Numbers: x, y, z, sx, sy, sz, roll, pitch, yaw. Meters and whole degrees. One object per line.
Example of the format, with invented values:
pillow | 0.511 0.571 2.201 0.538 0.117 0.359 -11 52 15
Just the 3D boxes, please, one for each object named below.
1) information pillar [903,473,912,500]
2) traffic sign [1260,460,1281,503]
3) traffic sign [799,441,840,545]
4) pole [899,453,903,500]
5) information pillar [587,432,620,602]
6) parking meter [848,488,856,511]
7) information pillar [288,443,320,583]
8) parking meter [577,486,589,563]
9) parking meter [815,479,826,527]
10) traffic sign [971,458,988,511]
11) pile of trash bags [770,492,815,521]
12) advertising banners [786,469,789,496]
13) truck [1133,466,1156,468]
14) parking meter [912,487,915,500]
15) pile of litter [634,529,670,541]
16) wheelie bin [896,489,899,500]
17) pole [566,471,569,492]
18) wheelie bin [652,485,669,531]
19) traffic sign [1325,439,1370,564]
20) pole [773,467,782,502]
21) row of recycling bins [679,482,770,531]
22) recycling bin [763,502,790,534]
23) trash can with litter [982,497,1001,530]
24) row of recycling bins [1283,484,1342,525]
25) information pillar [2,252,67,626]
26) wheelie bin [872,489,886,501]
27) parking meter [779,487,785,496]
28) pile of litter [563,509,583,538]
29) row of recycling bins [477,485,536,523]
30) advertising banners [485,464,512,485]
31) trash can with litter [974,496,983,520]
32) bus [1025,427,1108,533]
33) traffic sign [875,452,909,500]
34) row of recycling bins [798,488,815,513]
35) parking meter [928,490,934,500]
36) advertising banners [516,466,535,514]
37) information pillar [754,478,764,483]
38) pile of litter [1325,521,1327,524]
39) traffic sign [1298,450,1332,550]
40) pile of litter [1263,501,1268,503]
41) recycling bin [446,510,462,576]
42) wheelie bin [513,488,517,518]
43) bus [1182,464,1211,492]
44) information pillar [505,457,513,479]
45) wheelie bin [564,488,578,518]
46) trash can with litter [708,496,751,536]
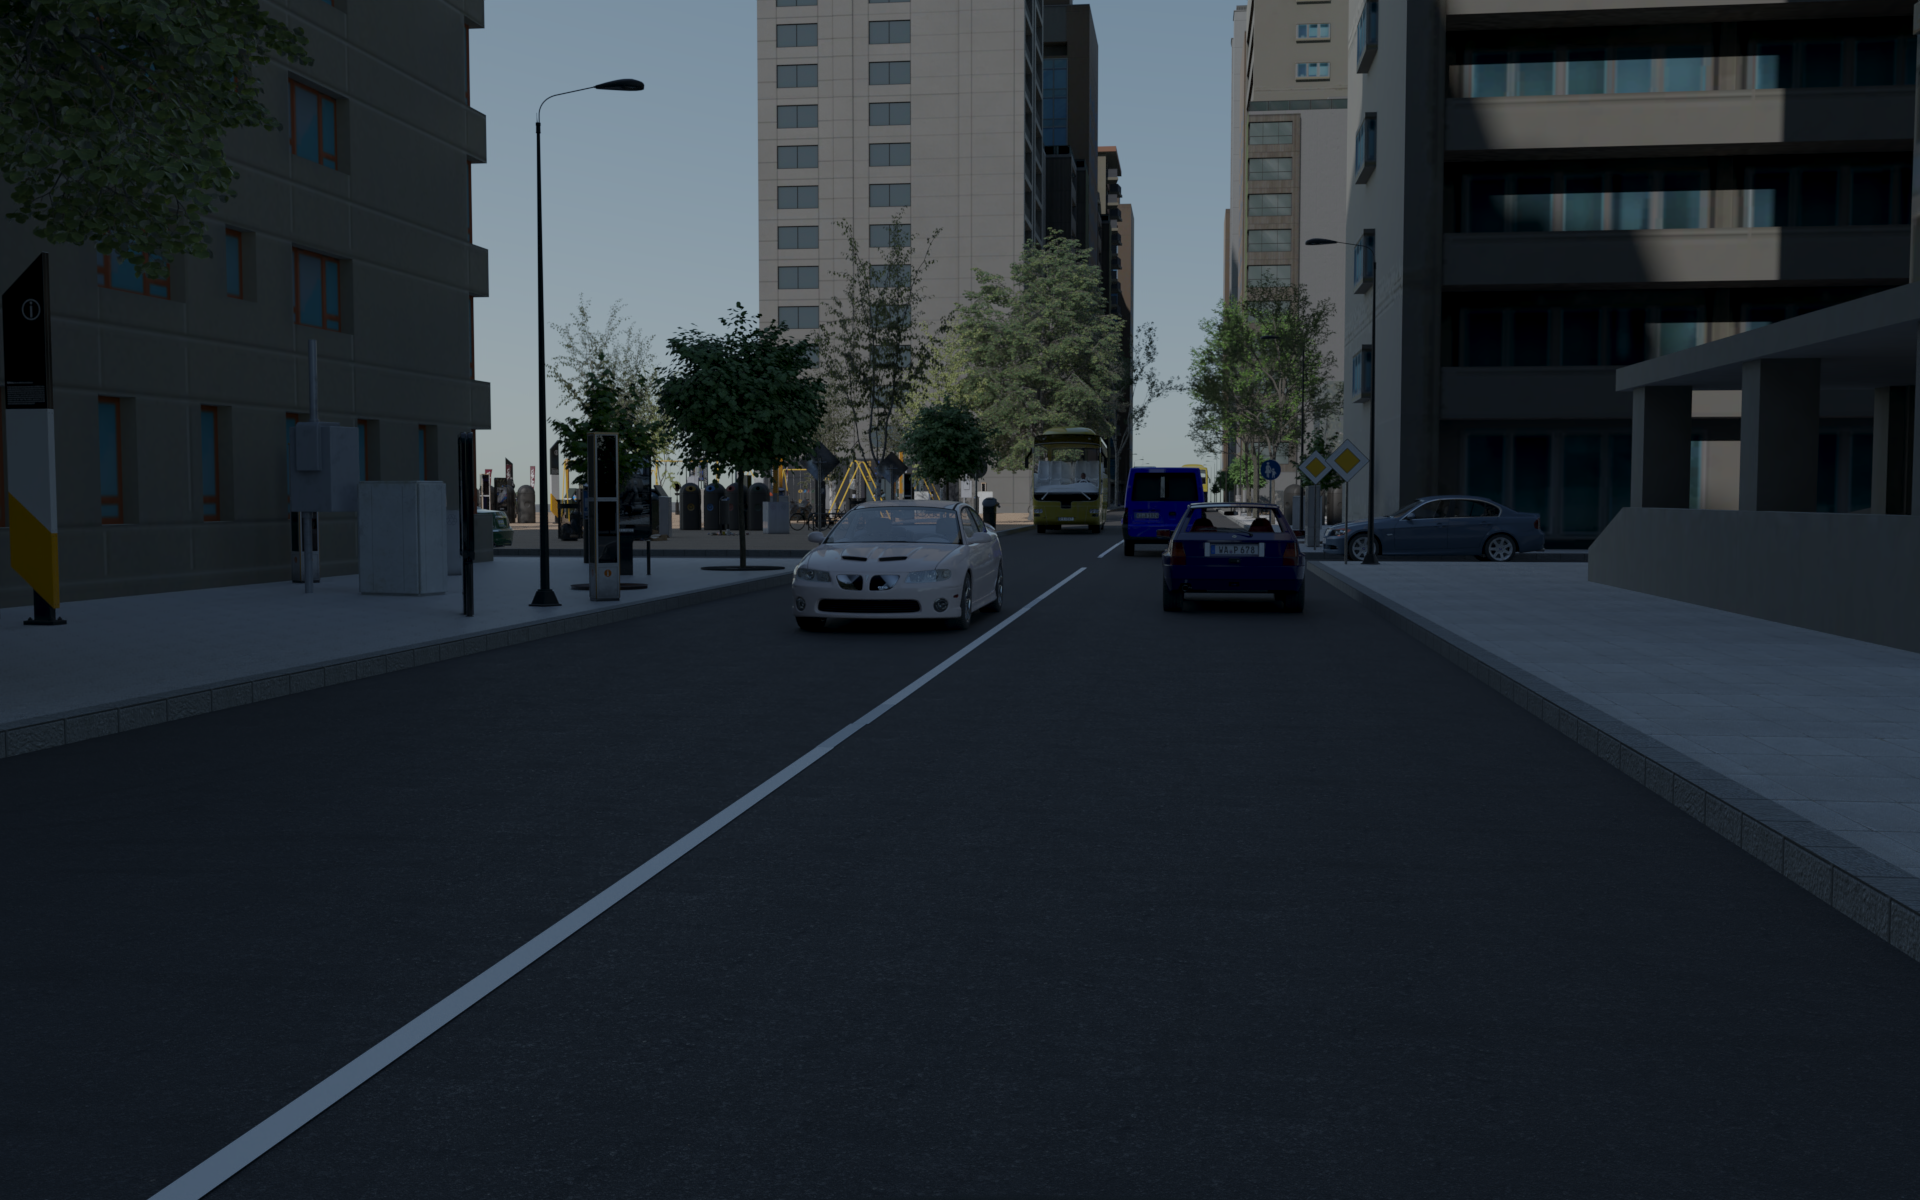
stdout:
information pillar | -1.835 -3.414 60.305 0.304 2.012 0.304 0 4 -8
traffic sign | 11.467 -3.907 63.985 0.768 2.556 0.104 1 4 15
traffic sign | -2.660 -1.788 32.882 0.795 2.450 0.064 0 4 8
pole | -2.864 -5.511 83.954 0.158 3.312 0.155 0 3 0
information pillar | -4.273 -0.996 20.772 0.304 2.012 0.304 -2 4 -28
parking meter | -4.882 -4.280 78.381 0.372 1.533 0.369 0 3 0
information pillar | -9.454 -1.253 24.976 0.304 2.012 0.304 3 5 44
parking meter | -6.806 -1.452 32.145 0.372 1.533 0.369 0 3 0
parking meter | -5.368 -3.728 66.659 0.255 1.863 0.399 3 4 36
traffic sign | 0.540 -3.525 57.732 0.768 2.556 0.104 1 4 14
pile of trash bags | -8.579 -4.558 84.281 1.912 1.369 3.447 -3 5 -41
advertising banners | -7.577 -4.893 76.195 0.090 3.025 2.074 0 4 -4
truck | 18.502 -11.229 173.357 2.967 4.110 18.799 0 4 6
parking meter | -1.821 -3.303 62.423 0.372 1.533 0.369 0 3 0
pile of litter | -8.613 -2.078 47.936 1.176 0.858 1.719 0 4 5
wheelie bin | -3.500 -5.869 103.859 0.980 1.594 0.693 0 4 -7
pole | -22.570 -6.469 99.604 0.158 3.312 0.155 0 3 0
wheelie bin | -10.271 -3.111 58.770 0.693 1.594 0.980 1 4 12
traffic sign | 7.046 -1.708 31.574 0.795 2.450 0.064 0 4 8
pole | -6.131 -3.902 57.634 0.158 3.312 0.155 0 3 0
row of recycling bins | -8.335 -3.317 61.344 3.534 1.692 1.069 1 4 20
recycling bin | -5.945 -2.657 55.996 0.722 1.027 0.722 -1 4 -20
trash can with litter | 1.049 -3.043 61.138 0.624 1.170 1.055 1 4 11
row of recycling bins | 15.090 -3.927 71.315 3.534 1.692 1.069 -1 4 -9
information pillar | -9.059 -1.563 16.903 0.504 3.616 0.183 1 4 12
wheelie bin | -5.417 -6.659 116.777 0.980 1.594 0.693 -3 4 -36
parking meter | -6.874 -3.536 66.220 0.372 1.533 0.369 0 3 0
pile of litter | -10.885 -2.213 50.147 1.176 0.858 1.719 3 5 44
row of recycling bins | -20.329 -4.225 76.189 3.534 1.692 1.069 1 4 13
advertising banners | -26.880 -6.425 101.236 0.090 3.025 2.074 2 4 27
trash can with litter | 0.861 -4.590 86.105 1.678 1.210 2.233 -1 4 -21
bus | 4.323 -4.596 66.692 2.896 3.916 12.252 0 4 6
traffic sign | -1.606 -2.273 40.798 0.795 2.450 0.064 0 4 8
row of recycling bins | -9.873 -6.601 115.043 1.069 1.692 3.534 -2 4 -24
parking meter | -1.941 -6.553 115.559 0.372 1.533 0.369 0 3 0
advertising banners | -27.093 -6.835 107.937 2.074 3.025 0.090 3 5 39
information pillar | -8.365 -4.933 72.015 0.504 3.616 0.183 2 4 29
pile of litter | 16.342 -3.718 74.750 1.719 0.858 1.176 -1 4 -14
traffic sign | 8.100 -2.192 39.490 0.795 2.450 0.064 0 4 8
pile of litter | 18.912 -5.679 106.814 1.719 0.858 1.176 1 4 10
recycling bin | -8.335 -0.910 27.427 0.722 1.027 0.722 -2 4 -32
wheelie bin | -23.919 -5.123 91.671 0.980 1.594 0.693 -3 5 -44
bus | 18.973 -9.165 141.395 2.896 3.916 12.252 1 4 8
information pillar | -28.564 -7.242 109.757 0.504 3.616 0.183 0 4 0
wheelie bin | -20.207 -5.041 90.324 0.980 1.594 0.693 3 5 39
trash can with litter | -7.102 -2.641 54.237 1.678 1.210 2.233 1 4 20
